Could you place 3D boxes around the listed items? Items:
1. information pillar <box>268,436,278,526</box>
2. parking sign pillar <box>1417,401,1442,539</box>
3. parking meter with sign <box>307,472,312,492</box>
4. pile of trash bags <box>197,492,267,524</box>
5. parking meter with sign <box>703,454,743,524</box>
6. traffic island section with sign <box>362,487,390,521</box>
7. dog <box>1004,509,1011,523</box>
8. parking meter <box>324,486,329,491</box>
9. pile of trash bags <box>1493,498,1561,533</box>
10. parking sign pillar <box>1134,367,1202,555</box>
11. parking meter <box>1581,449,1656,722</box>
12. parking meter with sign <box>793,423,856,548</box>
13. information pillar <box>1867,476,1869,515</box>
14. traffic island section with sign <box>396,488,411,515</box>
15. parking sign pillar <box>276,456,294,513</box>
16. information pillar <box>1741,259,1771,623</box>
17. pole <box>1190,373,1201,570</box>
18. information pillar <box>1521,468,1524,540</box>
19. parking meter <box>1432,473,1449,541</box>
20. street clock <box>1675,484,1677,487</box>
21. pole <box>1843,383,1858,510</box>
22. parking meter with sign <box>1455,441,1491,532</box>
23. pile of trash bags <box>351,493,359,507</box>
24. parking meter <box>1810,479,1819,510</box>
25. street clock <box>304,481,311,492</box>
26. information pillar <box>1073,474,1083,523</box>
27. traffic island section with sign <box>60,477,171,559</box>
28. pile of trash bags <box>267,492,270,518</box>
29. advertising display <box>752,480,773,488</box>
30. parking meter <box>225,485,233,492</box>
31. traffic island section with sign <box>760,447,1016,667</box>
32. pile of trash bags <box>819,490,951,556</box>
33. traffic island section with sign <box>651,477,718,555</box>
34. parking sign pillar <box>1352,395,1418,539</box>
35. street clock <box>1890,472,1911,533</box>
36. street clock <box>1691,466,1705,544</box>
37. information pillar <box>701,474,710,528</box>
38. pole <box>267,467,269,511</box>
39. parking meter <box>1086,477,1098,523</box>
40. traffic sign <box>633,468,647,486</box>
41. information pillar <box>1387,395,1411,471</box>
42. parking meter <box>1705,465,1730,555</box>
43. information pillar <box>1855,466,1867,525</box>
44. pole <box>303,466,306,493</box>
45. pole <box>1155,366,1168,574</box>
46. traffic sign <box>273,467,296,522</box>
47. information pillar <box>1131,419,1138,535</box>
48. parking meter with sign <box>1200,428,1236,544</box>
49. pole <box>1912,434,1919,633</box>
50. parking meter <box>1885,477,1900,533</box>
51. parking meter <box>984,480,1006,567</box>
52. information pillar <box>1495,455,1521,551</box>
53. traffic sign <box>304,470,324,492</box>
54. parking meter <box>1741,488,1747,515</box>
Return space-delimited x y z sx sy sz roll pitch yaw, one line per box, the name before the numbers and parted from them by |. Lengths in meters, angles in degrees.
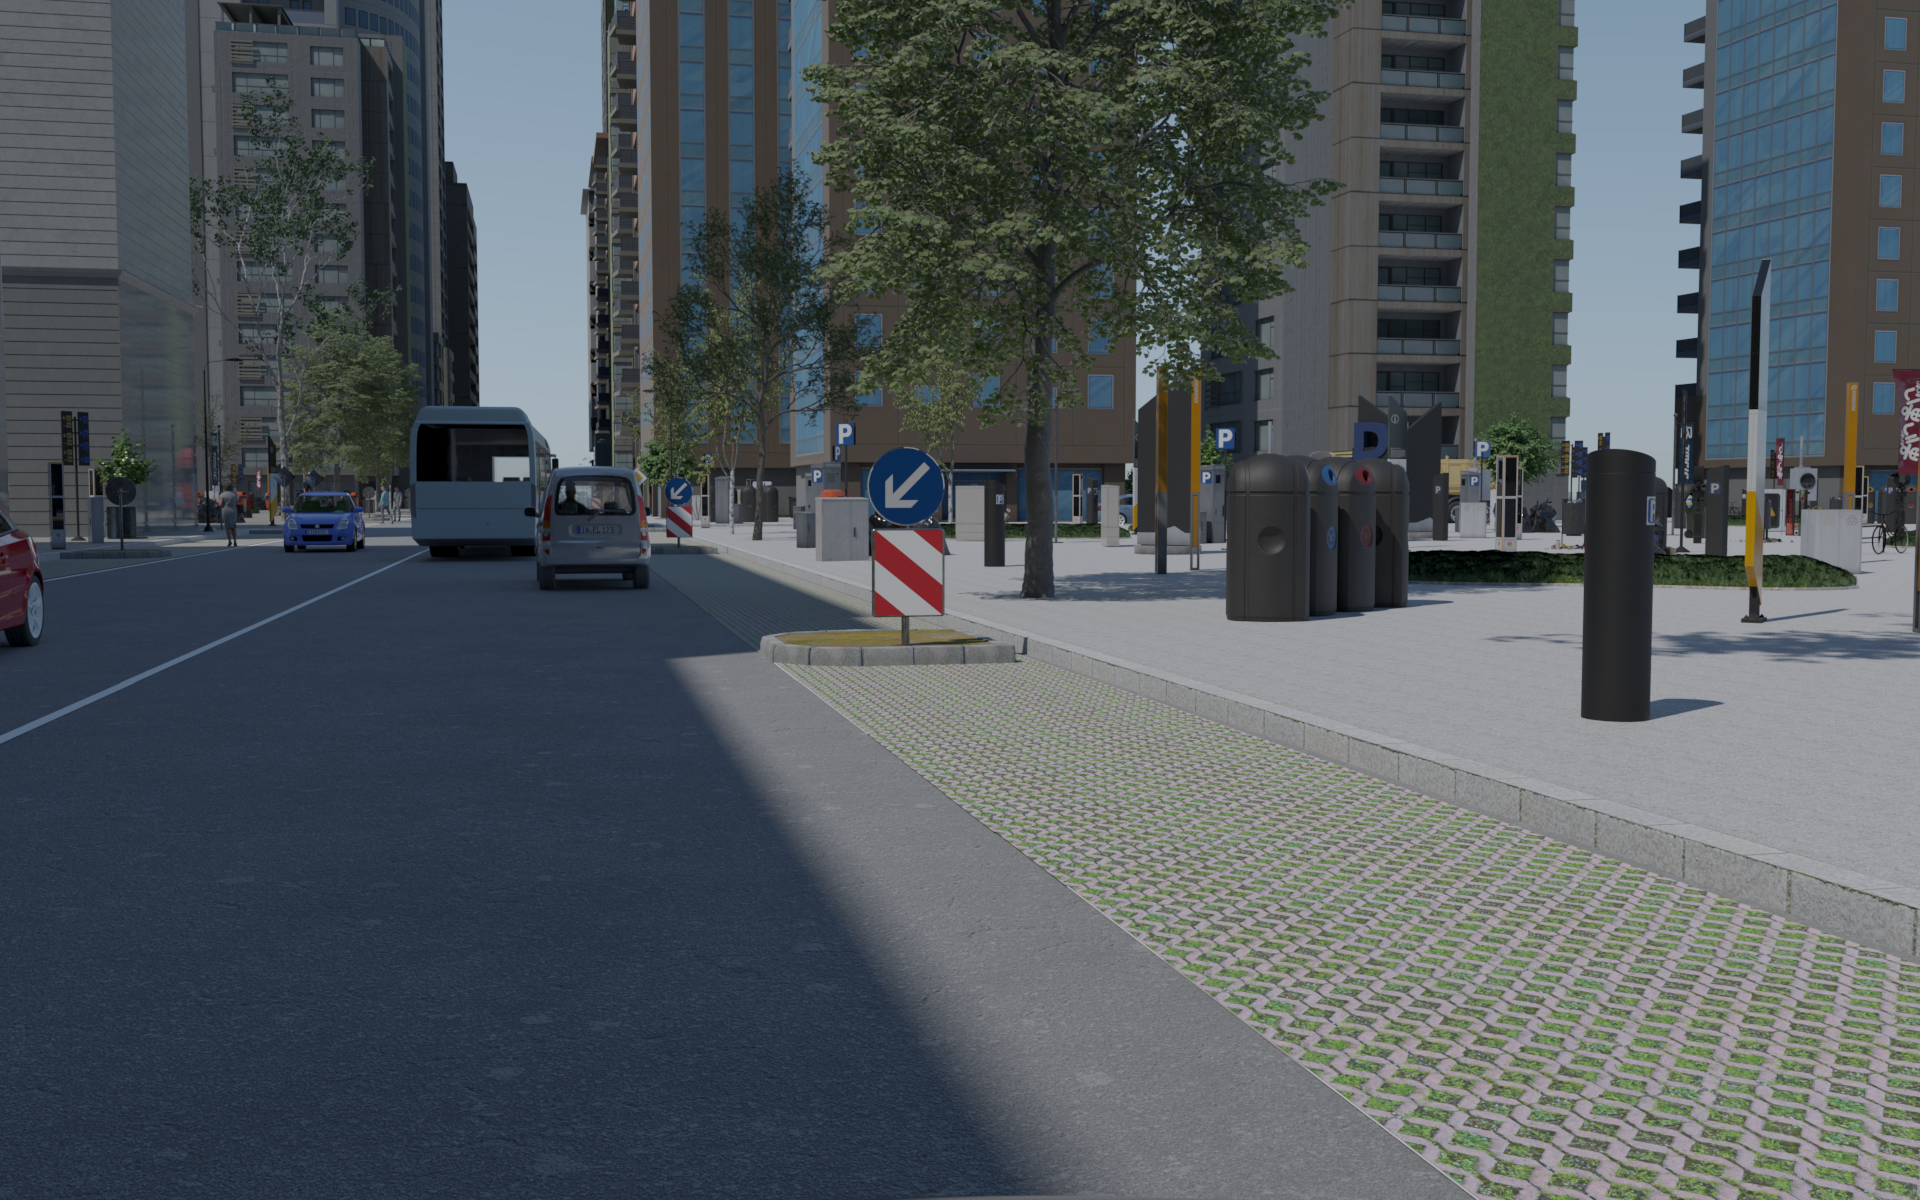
information pillar | -27.704 -4.798 69.797 0.183 3.616 0.504 1 4 8
parking sign pillar | 13.309 -3.778 50.242 1.447 3.967 1.447 -2 4 -27
parking meter with sign | -51.178 -8.546 135.995 0.543 3.016 1.738 0 4 -5
pile of trash bags | -32.660 -4.111 76.962 1.912 1.369 3.447 0 4 4
parking meter with sign | -10.176 -4.799 74.730 1.738 3.016 0.543 2 4 23
traffic island section with sign | -31.456 -5.118 92.299 1.989 1.847 2.006 -1 4 -13
dog | 1.917 -3.466 73.504 0.513 0.831 0.800 0 3 0
parking meter | -47.957 -7.683 131.327 0.399 1.863 0.255 -1 4 -10
pile of trash bags | 18.983 -2.986 58.576 1.912 1.369 3.447 0 4 3
parking sign pillar | 4.468 -2.975 37.119 1.447 3.967 1.447 3 4 36
parking meter | 3.751 -0.089 9.871 0.372 1.533 0.369 0 3 0
parking meter with sign | -3.251 -2.779 41.699 0.543 3.016 1.738 2 4 34
information pillar | 37.681 -4.146 72.283 0.304 2.012 0.304 0 4 7
traffic island section with sign | -37.659 -6.731 118.678 1.989 1.847 2.006 -1 4 -13
parking sign pillar | -47.072 -8.071 120.430 1.447 3.967 1.447 -2 4 -27
information pillar | 7.908 -1.579 17.173 0.183 3.616 0.504 2 4 34
pole | 3.956 -2.154 29.065 0.158 3.312 0.155 0 3 0
information pillar | 15.513 -2.686 48.404 0.304 2.012 0.304 -1 4 -16
parking meter | 13.169 -2.554 47.468 0.255 1.863 0.399 -2 4 -33
street clock | 47.564 -6.729 114.595 0.471 2.002 0.358 -1 4 -22
pole | 16.352 -2.323 31.827 0.158 3.312 0.155 0 3 0
parking meter with sign | 16.935 -3.742 57.446 0.543 3.016 1.738 0 4 -8
pile of trash bags | -38.870 -6.087 109.270 1.912 1.369 3.447 0 4 7
parking meter | 33.425 -3.797 67.787 0.255 1.863 0.399 2 4 23
street clock | -36.151 -5.588 95.938 0.358 2.002 0.471 -3 5 -40
information pillar | 4.348 -3.639 63.989 0.304 2.012 0.304 2 4 23
traffic island section with sign | -18.931 -1.855 38.963 1.989 1.847 2.006 -1 4 -13
pile of trash bags | -38.558 -5.099 93.129 3.447 1.369 1.912 -2 4 -28
advertising display | -9.318 -4.673 81.619 0.974 1.923 0.123 0 4 2
parking meter | -45.152 -6.195 107.007 0.255 1.863 0.399 3 5 40
traffic island section with sign | -0.724 -0.407 15.281 1.989 1.847 2.006 -1 4 -13
pile of trash bags | -1.746 -1.572 35.449 1.912 1.369 3.447 2 4 32
traffic island section with sign | -6.938 -2.026 41.760 1.989 1.847 2.006 -1 4 -13
parking sign pillar | 11.262 -3.568 46.805 1.447 3.967 1.447 -3 5 -45
street clock | 30.417 -3.143 55.965 0.358 2.002 0.471 -1 4 -20
street clock | 19.138 -2.466 44.893 0.358 2.002 0.471 2 4 29
information pillar | -9.539 -3.696 64.918 0.304 2.012 0.304 0 4 1
pole | -51.678 -8.301 129.569 0.158 3.312 0.155 0 3 0
parking meter | 4.571 -3.311 59.844 0.255 1.863 0.399 -3 4 -36
traffic sign | -12.278 -3.802 65.807 0.795 2.450 0.064 -1 4 -13
information pillar | 10.357 -3.044 41.125 0.504 3.616 0.183 -1 4 -20
parking meter | 15.249 -1.786 34.909 0.255 1.863 0.399 -3 5 -41
information pillar | 23.252 -2.478 45.003 0.304 2.012 0.304 1 4 9
pole | -46.663 -7.926 123.432 0.158 3.312 0.155 0 3 0
pole | 3.220 -2.069 27.676 0.158 3.312 0.155 0 3 0
traffic sign | -24.544 -3.628 62.957 0.795 2.450 0.064 -1 4 -13
information pillar | 5.658 -3.864 54.537 0.504 3.616 0.183 -2 4 -27
parking meter with sign | 6.550 -2.991 45.170 0.543 3.016 1.738 2 4 35
pole | 8.926 -1.350 15.918 0.158 3.312 0.155 0 3 0
parking meter | 31.140 -3.184 57.776 0.255 1.863 0.399 -1 4 -17
parking meter | 0.612 -1.356 30.589 0.372 1.533 0.369 0 3 0
information pillar | 10.418 -1.744 33.010 0.304 2.012 0.304 -1 4 -10
traffic sign | -26.371 -4.103 70.731 0.795 2.450 0.064 -1 4 -13
parking meter | 32.998 -3.930 72.661 0.372 1.533 0.369 0 3 0
